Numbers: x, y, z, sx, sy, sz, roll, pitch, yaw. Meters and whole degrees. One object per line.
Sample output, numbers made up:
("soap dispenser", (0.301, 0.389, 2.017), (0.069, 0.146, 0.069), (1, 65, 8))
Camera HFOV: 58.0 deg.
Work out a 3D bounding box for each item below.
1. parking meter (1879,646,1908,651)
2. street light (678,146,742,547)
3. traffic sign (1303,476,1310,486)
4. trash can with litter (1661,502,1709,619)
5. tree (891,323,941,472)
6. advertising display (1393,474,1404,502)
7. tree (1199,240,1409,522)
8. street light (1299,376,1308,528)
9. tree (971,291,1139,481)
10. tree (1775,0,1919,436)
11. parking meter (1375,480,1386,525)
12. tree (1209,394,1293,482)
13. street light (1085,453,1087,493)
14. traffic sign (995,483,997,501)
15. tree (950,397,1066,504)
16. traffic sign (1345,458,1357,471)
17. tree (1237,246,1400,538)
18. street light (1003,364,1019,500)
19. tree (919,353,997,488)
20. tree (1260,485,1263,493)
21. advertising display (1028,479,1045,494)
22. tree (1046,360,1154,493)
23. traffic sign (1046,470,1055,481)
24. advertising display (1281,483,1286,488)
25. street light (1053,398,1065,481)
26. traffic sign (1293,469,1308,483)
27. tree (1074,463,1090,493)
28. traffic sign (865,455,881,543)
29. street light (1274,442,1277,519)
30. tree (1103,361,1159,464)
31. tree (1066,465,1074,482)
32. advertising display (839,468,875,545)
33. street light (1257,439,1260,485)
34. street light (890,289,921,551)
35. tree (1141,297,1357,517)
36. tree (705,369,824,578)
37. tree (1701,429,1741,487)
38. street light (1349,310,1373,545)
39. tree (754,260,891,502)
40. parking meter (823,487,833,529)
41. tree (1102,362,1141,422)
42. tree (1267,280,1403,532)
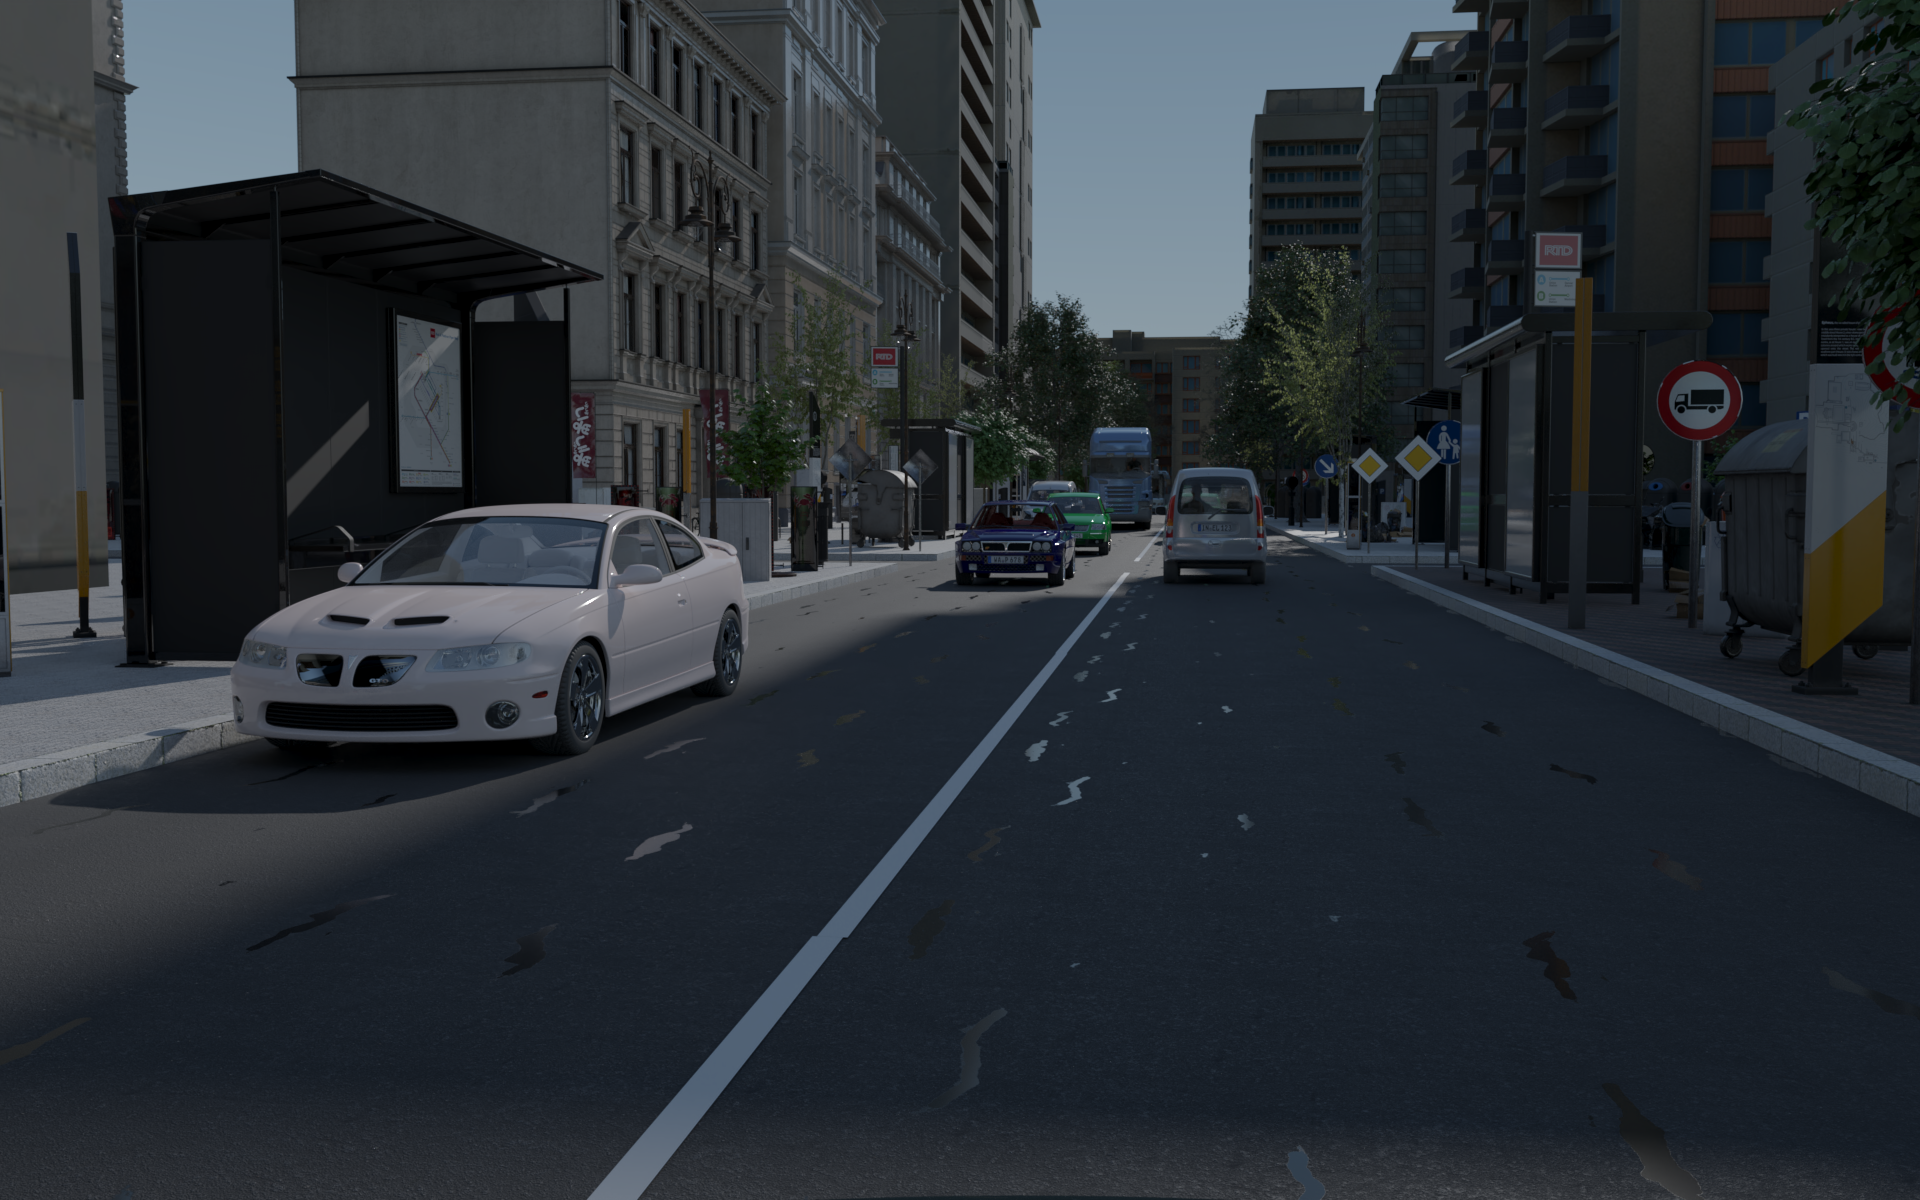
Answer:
("parking meter", (7.652, -0.523, 14.266), (0.399, 1.863, 0.255), (1, 4, 18))
("street light", (-3.359, -3.100, 23.470), (0.468, 5.910, 1.993), (0, 4, 8))
("traffic sign", (20.699, -6.387, 104.531), (0.768, 2.556, 0.104), (1, 4, 16))
("trash can with litter", (7.793, -0.386, 17.691), (1.055, 1.170, 0.624), (2, 4, 32))
("tree", (-2.542, -7.436, 71.945), (4.737, 8.622, 4.395), (0, 3, 0))
("advertising display", (14.007, -3.065, 55.323), (0.123, 1.923, 0.974), (2, 4, 27))
("tree", (15.483, -9.867, 78.332), (9.611, 12.733, 9.660), (0, 3, 0))
("street light", (13.098, -5.720, 66.316), (0.468, 5.910, 1.993), (0, 4, 8))
("tree", (5.409, -11.078, 98.138), (9.611, 12.733, 9.660), (0, 3, 0))
("tree", (5.610, -1.498, 8.199), (4.285, 4.588, 4.351), (0, 3, 0))
("parking meter", (17.242, -3.999, 71.099), (0.399, 1.863, 0.255), (-1, 4, -16))
("tree", (24.378, -13.195, 141.492), (9.928, 11.665, 9.643), (0, 3, 0))
("street light", (7.703, -8.143, 105.930), (0.468, 5.910, 1.993), (0, 4, 8))
("traffic sign", (1.409, -4.146, 67.787), (0.884, 2.594, 0.081), (1, 4, 15))
("tree", (0.822, -4.602, 58.957), (4.285, 4.588, 4.351), (0, 3, 0))
("traffic sign", (14.045, -3.776, 61.839), (0.768, 2.556, 0.104), (1, 4, 15))
("tree", (10.970, -6.128, 50.557), (4.360, 8.622, 3.978), (0, 3, 0))
("street light", (1.822, -5.446, 61.826), (0.468, 5.910, 1.993), (0, 4, 8))
("tree", (-0.133, -8.521, 89.677), (4.360, 8.622, 3.978), (0, 3, 0))
("tree", (25.500, -9.443, 148.992), (1.663, 3.219, 1.824), (0, 3, 0))
("advertising display", (3.201, -4.278, 75.159), (0.974, 1.923, 0.123), (-1, 4, -13))
("tree", (8.257, -10.833, 111.529), (8.767, 10.594, 7.601), (0, 4, 3))
("traffic sign", (4.327, -5.265, 86.180), (0.768, 2.556, 0.104), (1, 4, 15))
("advertising display", (19.821, -6.071, 104.467), (0.974, 1.923, 0.123), (3, 5, 41))
("street light", (4.811, -6.794, 83.872), (0.468, 5.910, 1.993), (0, 4, 8))
("traffic sign", (16.625, -5.168, 84.607), (0.768, 2.556, 0.104), (1, 4, 17))
("tree", (8.474, -8.460, 122.031), (4.285, 4.588, 4.351), (0, 3, 0))
("traffic sign", (-2.356, -2.626, 45.070), (0.606, 2.300, 0.079), (1, 4, 8))
("street light", (16.139, -7.068, 88.355), (0.468, 5.910, 1.993), (0, 4, 8))
("tree", (13.160, -13.986, 146.791), (7.486, 12.596, 7.792), (0, 3, 0))
("tree", (2.800, -5.865, 79.605), (4.285, 4.588, 4.351), (0, 3, 0))
("advertising display", (-2.597, -2.365, 43.877), (0.974, 1.923, 0.123), (1, 4, 22))
("street light", (19.014, -8.430, 110.617), (0.468, 5.910, 1.993), (0, 4, 8))
("street light", (-1.223, -4.066, 39.268), (0.468, 5.910, 1.993), (0, 4, 8))
("tree", (17.577, -11.303, 95.176), (12.009, 13.543, 11.850), (0, 3, 0))
("tree", (-3.116, -1.984, 27.047), (1.663, 3.219, 1.824), (0, 3, 0))
("tree", (22.847, -3.463, 51.218), (1.663, 3.219, 1.824), (0, 3, 0))
("street light", (10.110, -4.342, 43.783), (0.468, 5.910, 1.993), (0, 4, 8))
("tree", (-4.514, -6.405, 55.090), (4.737, 8.622, 4.395), (0, 3, 0))
("parking meter", (-4.876, -3.389, 63.816), (0.372, 1.533, 0.369), (0, 3, 0))
("tree", (14.812, -15.213, 159.105), (12.009, 13.543, 11.850), (0, 3, 0))
("tree", (12.764, -6.637, 58.877), (4.737, 8.622, 4.395), (0, 3, 0))
